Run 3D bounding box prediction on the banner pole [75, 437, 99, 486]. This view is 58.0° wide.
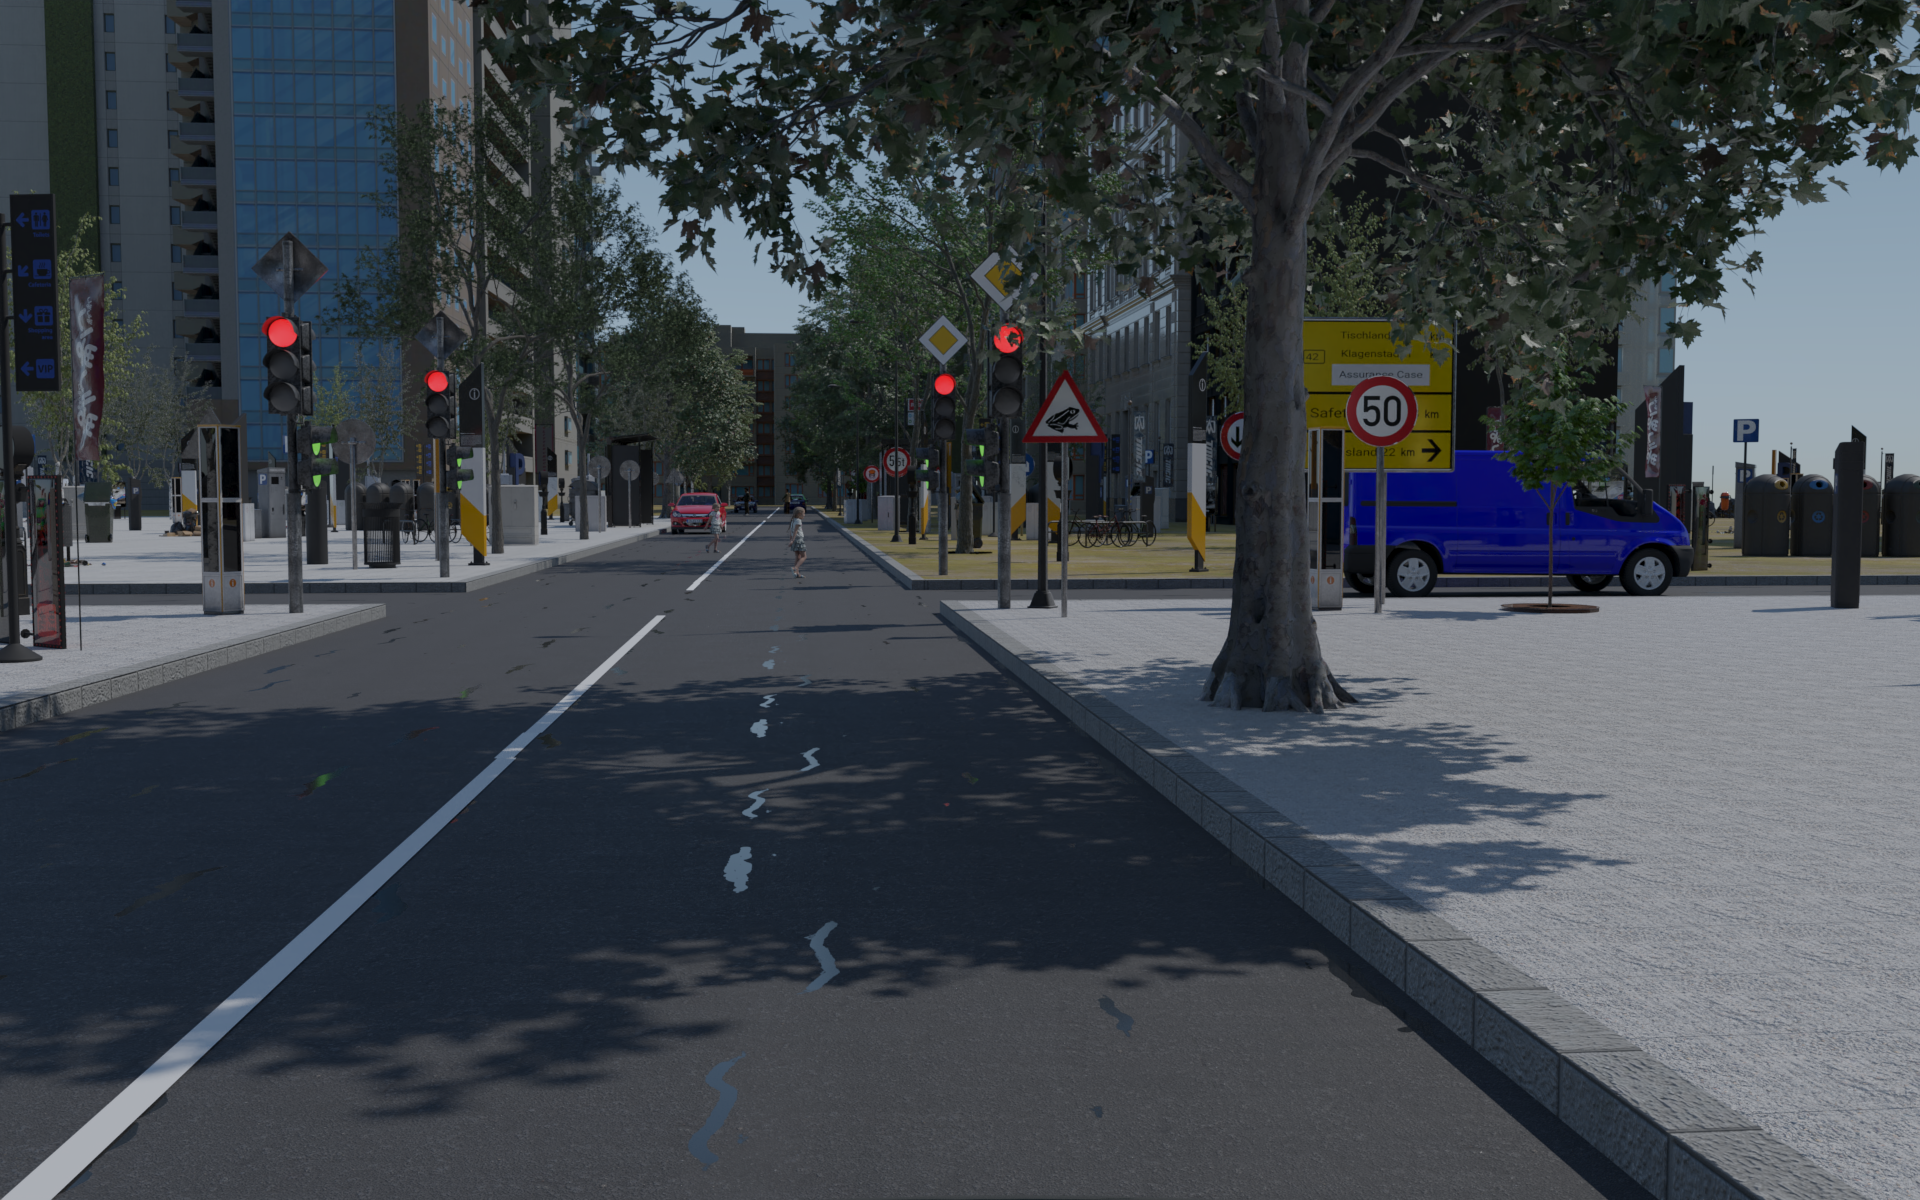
[{"bbox_3d":[-28.390,-4.069,56.538,0.863,3.779,0.401,0,4,3],"label":"banner pole"}]

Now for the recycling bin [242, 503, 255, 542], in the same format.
[{"bbox_3d":[-19.576,-2.099,46.866,0.722,1.027,0.722,0,4,-2],"label":"recycling bin"}]

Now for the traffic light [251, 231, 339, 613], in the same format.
[{"bbox_3d":[-7.148,-1.814,18.579,0.839,4.253,0.868,0,4,-5],"label":"traffic light"}]

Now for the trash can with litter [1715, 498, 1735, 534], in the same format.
[{"bbox_3d":[25.333,-2.796,56.774,1.678,1.210,2.233,3,4,36],"label":"trash can with litter"}]

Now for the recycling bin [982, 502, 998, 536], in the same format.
[{"bbox_3d":[0.776,-2.519,53.739,0.722,1.027,0.722,-2,4,-26],"label":"recycling bin"}]

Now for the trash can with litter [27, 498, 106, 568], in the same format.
[{"bbox_3d":[-16.064,-1.198,30.644,1.678,1.210,2.233,-1,4,-14],"label":"trash can with litter"}]

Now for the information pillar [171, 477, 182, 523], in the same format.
[{"bbox_3d":[-34.684,-4.416,76.697,0.304,2.012,0.304,3,5,39],"label":"information pillar"}]

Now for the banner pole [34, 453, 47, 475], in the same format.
[{"bbox_3d":[-52.200,-6.618,98.225,0.863,3.779,0.401,-1,4,-17],"label":"banner pole"}]

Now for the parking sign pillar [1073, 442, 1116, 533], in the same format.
[{"bbox_3d":[4.433,-4.183,56.870,1.447,3.967,1.447,1,4,13],"label":"parking sign pillar"}]

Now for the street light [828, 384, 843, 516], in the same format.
[{"bbox_3d":[-4.894,-6.181,73.596,1.470,5.913,1.316,0,4,-5],"label":"street light"}]

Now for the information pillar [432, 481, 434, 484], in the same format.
[{"bbox_3d":[-29.006,-5.591,95.899,0.304,2.012,0.304,3,5,39],"label":"information pillar"}]

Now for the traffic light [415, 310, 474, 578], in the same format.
[{"bbox_3d":[-7.909,-2.300,26.528,0.839,4.253,0.868,0,4,-5],"label":"traffic light"}]

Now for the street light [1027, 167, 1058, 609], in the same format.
[{"bbox_3d":[0.392,-2.860,19.302,1.470,5.913,1.316,0,4,-5],"label":"street light"}]

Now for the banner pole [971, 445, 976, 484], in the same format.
[{"bbox_3d":[0.516,-4.892,70.000,0.401,3.779,0.863,-1,4,-19],"label":"banner pole"}]

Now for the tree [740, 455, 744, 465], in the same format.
[{"bbox_3d":[-22.872,-13.522,171.444,4.737,8.622,4.395,0,3,0],"label":"tree"}]

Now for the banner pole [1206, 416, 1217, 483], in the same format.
[{"bbox_3d":[6.881,-3.599,48.861,0.863,3.779,0.401,2,4,34],"label":"banner pole"}]

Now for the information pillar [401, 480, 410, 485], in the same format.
[{"bbox_3d":[-28.897,-5.247,90.282,0.304,2.012,0.304,2,4,25],"label":"information pillar"}]

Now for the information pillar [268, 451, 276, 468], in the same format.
[{"bbox_3d":[-37.605,-6.322,94.724,0.504,3.616,0.183,1,4,22],"label":"information pillar"}]

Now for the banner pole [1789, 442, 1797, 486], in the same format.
[{"bbox_3d":[40.053,-5.708,83.344,0.401,3.779,0.863,0,4,3],"label":"banner pole"}]

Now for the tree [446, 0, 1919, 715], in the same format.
[{"bbox_3d":[1.909,-5.698,10.168,9.611,12.733,9.660,0,3,0],"label":"tree"}]

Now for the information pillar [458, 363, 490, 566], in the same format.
[{"bbox_3d":[-8.723,-2.427,31.043,0.504,3.616,0.183,1,4,16],"label":"information pillar"}]

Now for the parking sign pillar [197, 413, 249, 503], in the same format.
[{"bbox_3d":[-24.027,-4.189,56.968,1.447,3.967,1.447,1,4,16],"label":"parking sign pillar"}]

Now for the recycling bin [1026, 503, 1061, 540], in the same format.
[{"bbox_3d":[2.334,-2.188,48.327,0.722,1.027,0.722,-3,5,-41],"label":"recycling bin"}]

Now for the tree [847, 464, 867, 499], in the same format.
[{"bbox_3d":[-5.365,-6.082,94.040,1.663,3.219,1.824,0,3,0],"label":"tree"}]

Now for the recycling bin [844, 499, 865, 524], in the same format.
[{"bbox_3d":[-4.615,-3.813,74.894,0.722,1.027,0.722,-1,4,-12],"label":"recycling bin"}]

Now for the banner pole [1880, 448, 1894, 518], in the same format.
[{"bbox_3d":[49.818,-6.312,93.218,0.401,3.779,0.863,-3,5,-41],"label":"banner pole"}]

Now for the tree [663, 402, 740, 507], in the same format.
[{"bbox_3d":[-17.689,-9.913,112.438,4.737,8.622,4.395,0,3,0],"label":"tree"}]

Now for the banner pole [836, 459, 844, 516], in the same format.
[{"bbox_3d":[-6.862,-6.718,99.862,0.401,3.779,0.863,3,4,38],"label":"banner pole"}]

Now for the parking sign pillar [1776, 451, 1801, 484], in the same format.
[{"bbox_3d":[51.074,-7.239,106.825,1.447,3.967,1.447,-3,5,-44],"label":"parking sign pillar"}]

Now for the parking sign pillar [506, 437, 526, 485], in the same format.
[{"bbox_3d":[-21.166,-5.757,82.603,1.447,3.967,1.447,1,4,9],"label":"parking sign pillar"}]

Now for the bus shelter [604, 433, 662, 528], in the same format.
[{"bbox_3d":[-13.040,-4.777,69.393,1.731,3.624,6.357,0,4,-6],"label":"bus shelter"}]

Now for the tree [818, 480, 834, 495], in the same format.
[{"bbox_3d":[-12.978,-10.758,170.499,1.663,3.219,1.824,0,3,0],"label":"tree"}]

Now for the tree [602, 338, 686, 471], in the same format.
[{"bbox_3d":[-14.526,-7.937,80.131,4.360,8.622,3.978,0,3,0],"label":"tree"}]

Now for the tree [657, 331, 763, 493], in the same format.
[{"bbox_3d":[-17.612,-12.408,120.996,7.486,12.596,7.792,0,3,0],"label":"tree"}]

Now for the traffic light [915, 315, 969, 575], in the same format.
[{"bbox_3d":[-0.284,-2.346,27.271,0.839,4.253,0.868,0,4,-5],"label":"traffic light"}]

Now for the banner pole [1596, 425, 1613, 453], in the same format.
[{"bbox_3d":[21.461,-4.143,57.753,0.863,3.779,0.401,1,4,17],"label":"banner pole"}]

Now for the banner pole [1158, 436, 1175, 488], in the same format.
[{"bbox_3d":[8.857,-5.200,75.034,0.863,3.779,0.401,0,4,3],"label":"banner pole"}]

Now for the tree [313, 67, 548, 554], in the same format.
[{"bbox_3d":[-9.854,-6.291,37.269,8.767,10.594,7.601,1,4,11],"label":"tree"}]

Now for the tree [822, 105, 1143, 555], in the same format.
[{"bbox_3d":[0.260,-6.797,36.892,9.928,11.665,9.643,0,3,0],"label":"tree"}]

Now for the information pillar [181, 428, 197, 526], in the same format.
[{"bbox_3d":[-27.295,-4.281,61.349,0.504,3.616,0.183,0,4,-2],"label":"information pillar"}]

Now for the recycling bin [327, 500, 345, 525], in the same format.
[{"bbox_3d":[-25.783,-3.615,71.658,0.722,1.027,0.722,-2,4,-24],"label":"recycling bin"}]

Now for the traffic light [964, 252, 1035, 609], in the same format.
[{"bbox_3d":[0.477,-1.859,19.322,0.839,4.253,0.868,0,4,-5],"label":"traffic light"}]

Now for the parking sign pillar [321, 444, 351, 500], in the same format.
[{"bbox_3d":[-29.770,-5.773,82.861,1.447,3.967,1.447,0,4,2],"label":"parking sign pillar"}]

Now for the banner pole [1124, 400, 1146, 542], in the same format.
[{"bbox_3d":[4.673,-3.437,46.204,0.401,3.779,0.863,-3,4,-37],"label":"banner pole"}]

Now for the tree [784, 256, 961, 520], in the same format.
[{"bbox_3d":[-4.535,-11.046,87.252,9.857,13.997,8.962,0,3,0],"label":"tree"}]

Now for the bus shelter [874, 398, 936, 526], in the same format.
[{"bbox_3d":[-2.317,-5.648,69.984,2.179,5.291,8.768,0,4,-5],"label":"bus shelter"}]

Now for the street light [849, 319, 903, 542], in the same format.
[{"bbox_3d":[-2.235,-4.500,46.124,1.470,5.913,1.316,0,4,-5],"label":"street light"}]

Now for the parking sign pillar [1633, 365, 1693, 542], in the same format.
[{"bbox_3d":[14.964,-2.961,36.879,1.447,3.967,1.447,-1,4,-19],"label":"parking sign pillar"}]

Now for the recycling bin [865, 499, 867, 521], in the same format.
[{"bbox_3d":[-4.822,-4.229,81.697,0.722,1.027,0.722,1,4,21],"label":"recycling bin"}]
